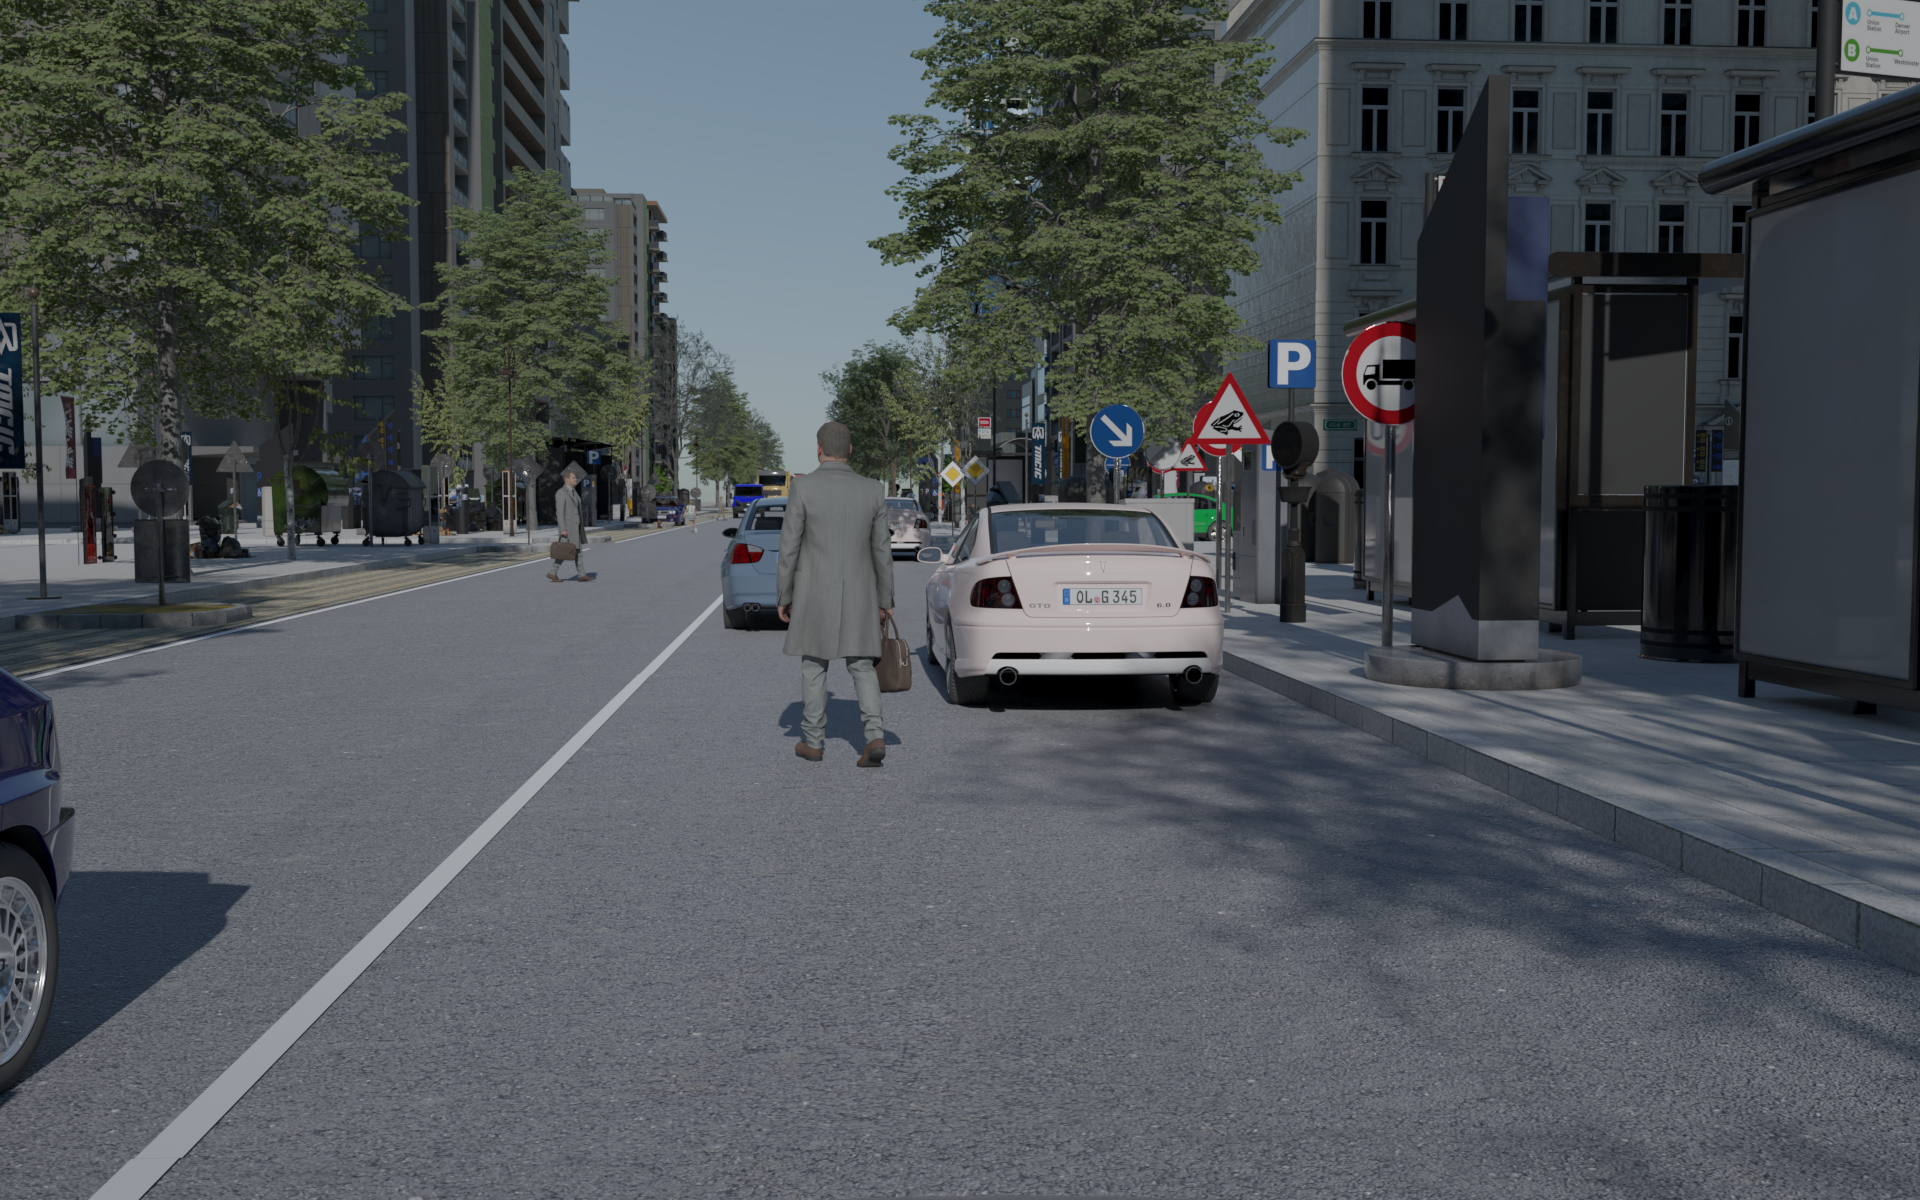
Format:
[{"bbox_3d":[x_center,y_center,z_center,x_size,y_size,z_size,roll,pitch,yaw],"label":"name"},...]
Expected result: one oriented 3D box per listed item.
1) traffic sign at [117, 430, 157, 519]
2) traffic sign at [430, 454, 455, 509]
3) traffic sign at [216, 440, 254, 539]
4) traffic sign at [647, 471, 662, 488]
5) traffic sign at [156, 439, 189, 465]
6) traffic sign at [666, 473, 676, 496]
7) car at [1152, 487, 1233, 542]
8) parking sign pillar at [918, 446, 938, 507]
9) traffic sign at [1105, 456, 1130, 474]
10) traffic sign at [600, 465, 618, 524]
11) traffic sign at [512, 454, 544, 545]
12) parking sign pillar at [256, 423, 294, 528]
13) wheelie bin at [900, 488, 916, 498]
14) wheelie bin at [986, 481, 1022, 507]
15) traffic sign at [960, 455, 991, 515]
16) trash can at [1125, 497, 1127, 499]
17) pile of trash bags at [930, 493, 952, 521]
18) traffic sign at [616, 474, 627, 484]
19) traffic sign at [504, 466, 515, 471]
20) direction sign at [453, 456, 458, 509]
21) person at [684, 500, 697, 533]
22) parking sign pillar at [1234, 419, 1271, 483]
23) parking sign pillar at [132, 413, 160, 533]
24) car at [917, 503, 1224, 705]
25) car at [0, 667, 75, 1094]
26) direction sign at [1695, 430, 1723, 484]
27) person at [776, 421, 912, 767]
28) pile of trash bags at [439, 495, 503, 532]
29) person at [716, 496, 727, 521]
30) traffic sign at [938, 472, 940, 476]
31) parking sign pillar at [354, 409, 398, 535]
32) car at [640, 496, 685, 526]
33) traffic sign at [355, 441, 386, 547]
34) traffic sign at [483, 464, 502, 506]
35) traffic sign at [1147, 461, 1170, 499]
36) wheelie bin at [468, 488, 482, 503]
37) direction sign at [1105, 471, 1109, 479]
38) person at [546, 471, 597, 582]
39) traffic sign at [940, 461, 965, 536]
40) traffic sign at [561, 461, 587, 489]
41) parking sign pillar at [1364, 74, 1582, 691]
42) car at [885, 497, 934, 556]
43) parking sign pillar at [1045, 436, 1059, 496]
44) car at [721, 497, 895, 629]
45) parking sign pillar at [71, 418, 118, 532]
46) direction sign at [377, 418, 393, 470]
[{"bbox_3d":[-16.580,-2.141,35.007,0.884,2.594,0.081,0,4,-1],"label":"traffic sign"},{"bbox_3d":[-16.320,-3.334,54.615,0.768,2.556,0.104,0,4,-1],"label":"traffic sign"},{"bbox_3d":[-17.505,-2.557,41.810,0.884,2.594,0.081,0,4,-3],"label":"traffic sign"},{"bbox_3d":[-17.027,-5.900,96.461,0.884,2.594,0.081,0,4,3],"label":"traffic sign"},{"bbox_3d":[-16.895,-2.265,37.133,0.768,2.556,0.104,0,4,4],"label":"traffic sign"},{"bbox_3d":[-18.088,-6.577,107.545,0.884,2.594,0.081,0,4,-2],"label":"traffic sign"},{"bbox_3d":[5.970,-2.516,49.930,4.718,1.807,1.959,0,4,-4],"label":"car"},{"bbox_3d":[-1.659,-6.253,90.701,1.447,3.967,1.447,-2,4,-34],"label":"parking sign pillar"},{"bbox_3d":[4.726,-3.178,52.060,0.768,2.556,0.104,0,4,1],"label":"traffic sign"},{"bbox_3d":[-15.283,-4.607,75.431,0.768,2.556,0.104,0,4,3],"label":"traffic sign"},{"bbox_3d":[-10.919,-2.457,43.821,0.795,2.450,0.064,0,4,-4],"label":"traffic sign"},{"bbox_3d":[-26.011,-4.730,65.802,1.447,3.967,1.447,3,5,42],"label":"parking sign pillar"},{"bbox_3d":[-2.935,-5.424,96.585,0.980,1.594,0.693,1,4,20],"label":"wheelie bin"},{"bbox_3d":[1.036,-2.080,41.920,0.693,1.594,0.980,2,4,35],"label":"wheelie bin"},{"bbox_3d":[0.393,-2.509,44.672,0.795,2.450,0.064,0,4,-4],"label":"traffic sign"},{"bbox_3d":[8.373,-4.797,90.090,0.748,1.137,0.748,0,3,0],"label":"trash can"},{"bbox_3d":[-0.957,-4.473,82.883,1.912,1.369,3.447,0,4,-1],"label":"pile of trash bags"},{"bbox_3d":[-20.994,-6.570,107.518,0.768,2.556,0.104,0,4,-3],"label":"traffic sign"},{"bbox_3d":[-20.141,-4.748,77.735,0.768,2.556,0.104,0,4,-4],"label":"traffic sign"},{"bbox_3d":[-29.007,-6.588,99.703,0.379,3.537,0.876,0,4,-3],"label":"direction sign"},{"bbox_3d":[-9.996,-3.100,64.204,0.505,1.210,0.382,0,4,-6],"label":"person"},{"bbox_3d":[10.621,-4.550,62.865,1.447,3.967,1.447,1,4,15],"label":"parking sign pillar"},{"bbox_3d":[-27.014,-4.256,58.052,1.447,3.967,1.447,-2,4,-30],"label":"parking sign pillar"},{"bbox_3d":[0.739,-0.053,13.221,2.083,1.381,4.827,0,4,-4],"label":"car"},{"bbox_3d":[-3.061,0.600,2.772,1.945,1.354,3.894,0,4,-3],"label":"car"},{"bbox_3d":[26.330,-4.218,60.963,0.876,3.537,0.379,1,4,18],"label":"direction sign"},{"bbox_3d":[-0.643,-0.036,9.191,0.694,1.812,0.767,-1,4,-21],"label":"person"},{"bbox_3d":[-17.071,-3.011,58.977,1.912,1.369,3.447,2,4,24],"label":"pile of trash bags"},{"bbox_3d":[-12.850,-4.918,93.183,0.640,1.303,0.475,-2,4,-33],"label":"person"},{"bbox_3d":[-1.341,-5.980,97.878,0.768,2.556,0.104,0,4,5],"label":"traffic sign"},{"bbox_3d":[-18.265,-4.036,54.463,1.447,3.967,1.447,1,4,20],"label":"parking sign pillar"},{"bbox_3d":[-13.338,-3.997,77.927,1.945,1.354,3.894,0,4,-5],"label":"car"},{"bbox_3d":[-14.221,-2.548,41.772,0.768,2.556,0.104,0,4,5],"label":"traffic sign"},{"bbox_3d":[-18.629,-4.213,68.988,0.768,2.556,0.104,0,4,1],"label":"traffic sign"},{"bbox_3d":[5.067,-2.654,43.494,0.768,2.556,0.104,0,4,1],"label":"traffic sign"},{"bbox_3d":[-26.472,-5.269,94.052,0.980,1.594,0.693,-2,4,-29],"label":"wheelie bin"},{"bbox_3d":[8.674,-6.864,104.221,0.379,3.537,0.876,3,5,42],"label":"direction sign"},{"bbox_3d":[-6.327,-1.196,28.157,0.767,1.812,0.694,1,4,10],"label":"person"},{"bbox_3d":[-0.223,-2.996,52.634,0.795,2.450,0.064,0,4,-4],"label":"traffic sign"},{"bbox_3d":[-11.535,-2.944,51.783,0.795,2.450,0.064,0,4,-4],"label":"traffic sign"},{"bbox_3d":[3.543,-1.432,11.891,1.447,3.967,1.447,0,4,-5],"label":"parking sign pillar"},{"bbox_3d":[-1.604,-1.602,38.552,2.083,1.381,4.827,0,4,-3],"label":"car"},{"bbox_3d":[4.207,-5.683,81.382,1.447,3.967,1.447,-1,4,-23],"label":"parking sign pillar"},{"bbox_3d":[-1.734,-0.473,19.743,2.014,1.417,4.499,0,4,-4],"label":"car"},{"bbox_3d":[-29.830,-4.348,59.554,1.447,3.967,1.447,-2,4,-32],"label":"parking sign pillar"},{"bbox_3d":[-17.134,-3.651,51.693,0.379,3.537,0.876,1,4,10],"label":"direction sign"}]
